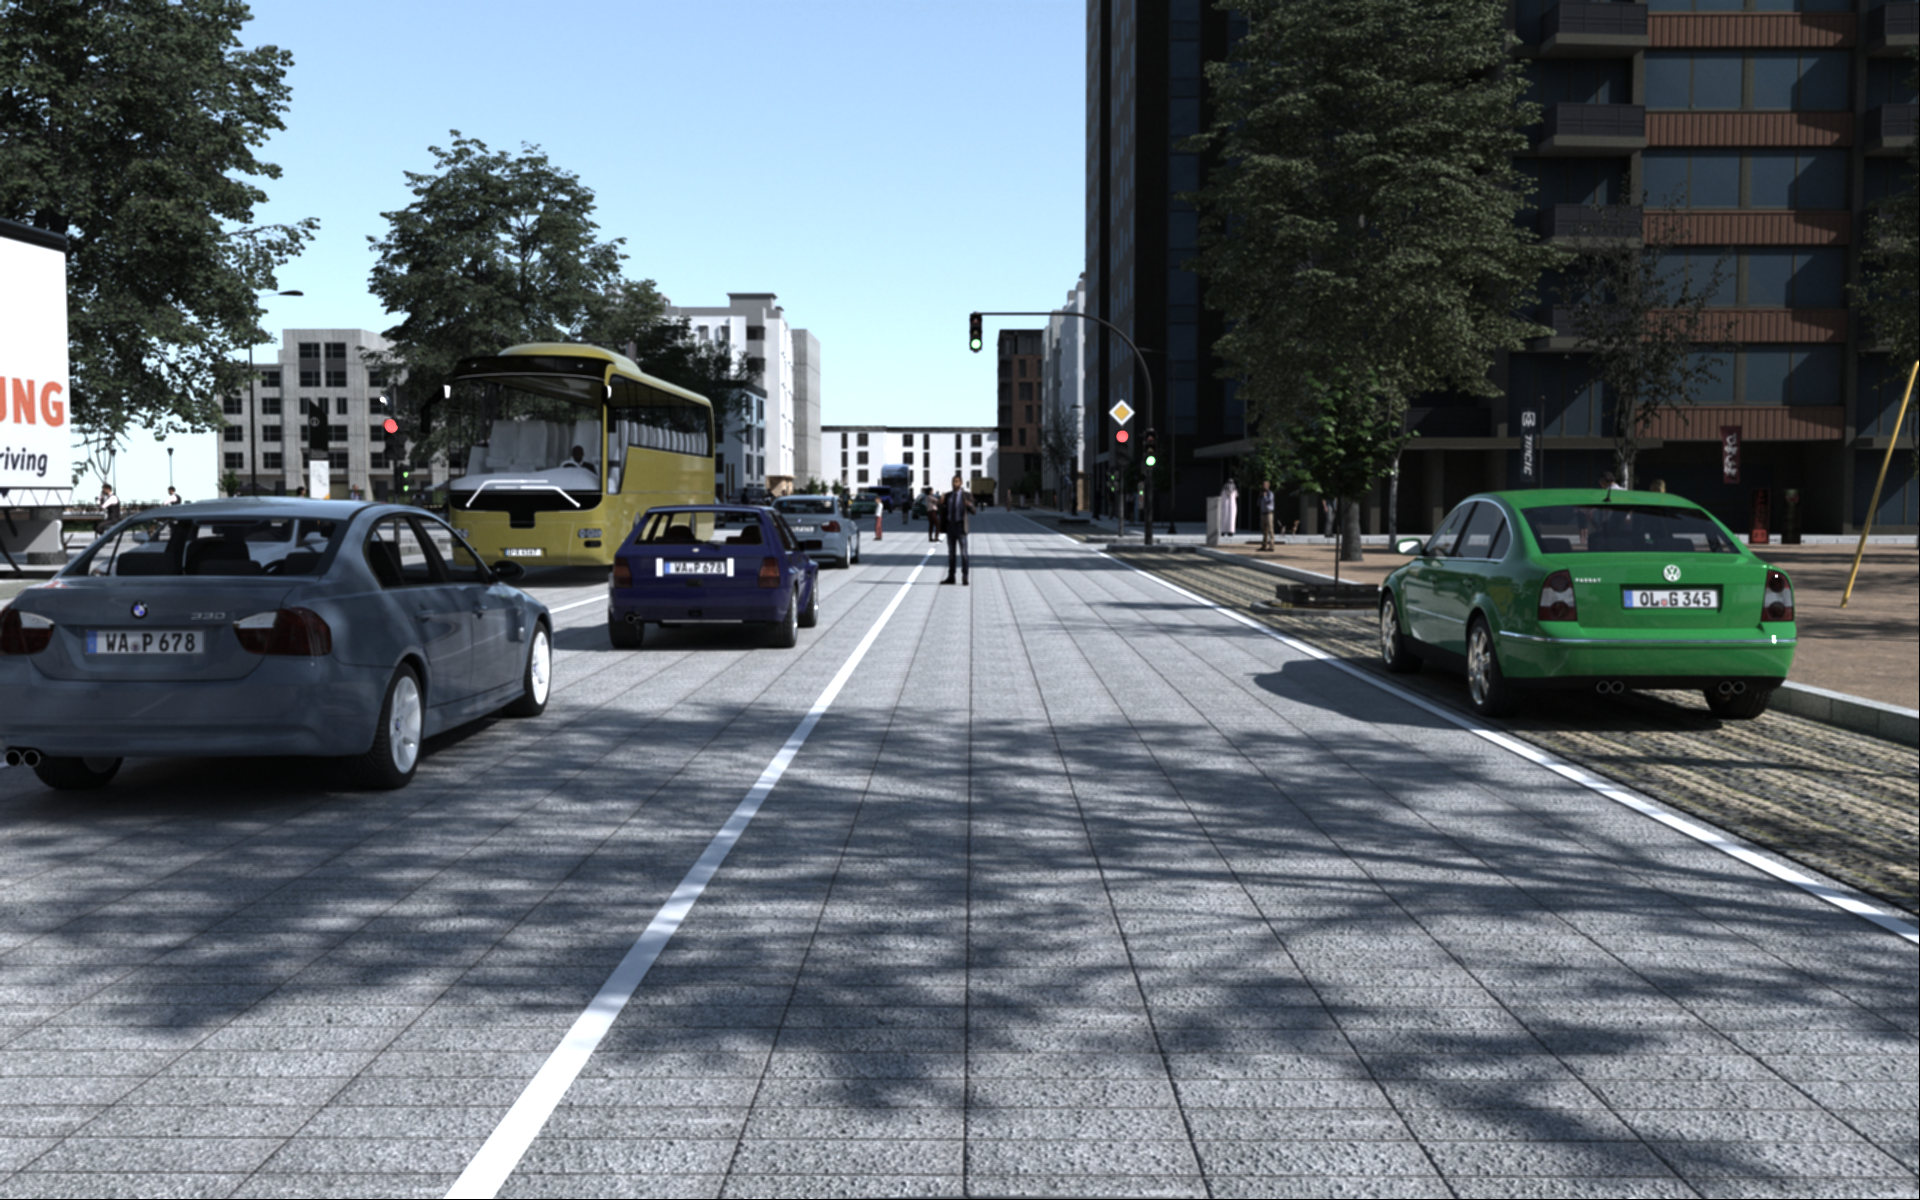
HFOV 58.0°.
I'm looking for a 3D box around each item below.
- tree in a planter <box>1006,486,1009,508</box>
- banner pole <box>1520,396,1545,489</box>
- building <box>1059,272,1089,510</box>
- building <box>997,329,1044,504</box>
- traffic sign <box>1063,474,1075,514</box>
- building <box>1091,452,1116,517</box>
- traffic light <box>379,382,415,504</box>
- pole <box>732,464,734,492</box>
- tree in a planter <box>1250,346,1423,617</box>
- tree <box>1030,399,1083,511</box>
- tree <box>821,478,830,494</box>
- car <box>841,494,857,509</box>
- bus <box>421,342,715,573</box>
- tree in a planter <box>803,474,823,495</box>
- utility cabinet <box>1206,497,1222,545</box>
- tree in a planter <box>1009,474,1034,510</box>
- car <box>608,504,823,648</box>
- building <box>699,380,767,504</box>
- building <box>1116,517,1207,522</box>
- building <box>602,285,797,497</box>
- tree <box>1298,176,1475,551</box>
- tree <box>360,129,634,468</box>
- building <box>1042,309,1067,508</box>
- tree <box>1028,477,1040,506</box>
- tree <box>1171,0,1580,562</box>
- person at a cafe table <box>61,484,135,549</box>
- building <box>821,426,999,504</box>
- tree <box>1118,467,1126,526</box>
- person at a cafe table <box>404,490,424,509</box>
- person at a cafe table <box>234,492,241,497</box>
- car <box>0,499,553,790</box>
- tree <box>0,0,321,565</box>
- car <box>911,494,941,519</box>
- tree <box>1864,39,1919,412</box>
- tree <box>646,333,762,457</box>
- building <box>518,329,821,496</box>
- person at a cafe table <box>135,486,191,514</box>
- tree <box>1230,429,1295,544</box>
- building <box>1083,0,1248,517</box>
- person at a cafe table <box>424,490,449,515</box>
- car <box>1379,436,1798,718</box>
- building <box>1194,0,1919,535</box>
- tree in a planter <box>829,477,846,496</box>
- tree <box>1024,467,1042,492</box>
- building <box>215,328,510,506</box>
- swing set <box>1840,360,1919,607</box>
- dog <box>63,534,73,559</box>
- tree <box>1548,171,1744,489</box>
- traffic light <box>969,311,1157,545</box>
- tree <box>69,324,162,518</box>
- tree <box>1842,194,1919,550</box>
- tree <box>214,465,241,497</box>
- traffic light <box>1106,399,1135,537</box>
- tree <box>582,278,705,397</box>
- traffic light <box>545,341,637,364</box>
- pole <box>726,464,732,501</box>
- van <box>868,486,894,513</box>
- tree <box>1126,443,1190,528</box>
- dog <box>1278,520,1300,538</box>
[{"bbox_3d":[5.776,-11.246,181.099,1.991,3.239,1.994,0,4,0],"label":"tree in a planter"},{"bbox_3d":[14.610,-3.311,44.151,0.863,3.779,0.401,-1,4,-18],"label":"banner pole"},{"bbox_3d":[16.923,-18.139,152.988,16.016,20.091,11.380,0,4,0],"label":"building"},{"bbox_3d":[21.287,-23.309,225.080,32.646,21.610,27.936,0,4,0],"label":"building"},{"bbox_3d":[6.938,-6.732,110.169,0.768,2.556,0.104,0,4,4],"label":"traffic sign"},{"bbox_3d":[18.751,-40.513,100.636,20.563,71.187,20.611,0,4,0],"label":"building"},{"bbox_3d":[-14.172,-3.341,43.540,0.839,4.253,0.868,0,4,0],"label":"traffic light"},{"bbox_3d":[-15.339,-7.523,116.849,0.158,3.312,0.155,0,3,0],"label":"pole"},{"bbox_3d":[4.570,-1.448,20.902,1.991,3.239,1.994,0,4,0],"label":"tree in a planter"},{"bbox_3d":[7.697,-11.183,133.205,4.360,8.622,3.978,0,3,0],"label":"tree"},{"bbox_3d":[-16.076,-12.793,203.772,1.663,3.219,1.824,0,3,0],"label":"tree"},{"bbox_3d":[-9.363,-8.648,151.617,2.015,1.641,3.980,0,4,1],"label":"car"},{"bbox_3d":[-6.597,-2.464,31.838,2.896,3.916,12.252,0,4,0],"label":"bus"},{"bbox_3d":[-13.062,-9.550,153.366,1.991,3.239,1.994,0,4,0],"label":"tree in a planter"},{"bbox_3d":[6.404,-1.993,43.740,0.306,1.237,1.020,1,4,13],"label":"utility cabinet"},{"bbox_3d":[5.566,-9.579,153.840,1.991,3.239,1.994,0,4,0],"label":"tree in a planter"},{"bbox_3d":[-2.394,-0.298,17.454,1.945,1.354,3.894,0,4,0],"label":"car"},{"bbox_3d":[-20.257,-12.179,141.274,9.099,9.664,28.070,0,4,0],"label":"building"},{"bbox_3d":[14.791,-26.543,84.081,14.600,45.320,14.200,0,4,0],"label":"building"},{"bbox_3d":[-24.014,-18.609,160.671,16.016,20.091,11.380,0,4,0],"label":"building"},{"bbox_3d":[9.757,-5.430,39.149,4.737,8.622,4.395,0,3,0],"label":"tree"},{"bbox_3d":[-16.542,-9.511,62.162,9.857,13.997,8.962,0,3,0],"label":"tree"},{"bbox_3d":[17.287,-18.836,174.424,16.747,18.905,31.486,0,4,0],"label":"building"},{"bbox_3d":[8.095,-12.112,192.638,1.663,3.219,1.824,0,3,0],"label":"tree"},{"bbox_3d":[7.617,-6.984,32.309,7.486,12.596,7.792,0,3,0],"label":"tree"},{"bbox_3d":[-20.604,-1.998,41.180,1.622,1.524,1.698,-2,4,-26],"label":"person at a cafe table"},{"bbox_3d":[-9.136,-16.797,216.781,28.070,9.664,9.099,0,4,0],"label":"building"},{"bbox_3d":[7.136,-4.593,69.689,1.663,3.219,1.824,0,3,0],"label":"tree"},{"bbox_3d":[-39.615,-7.226,126.662,1.698,1.524,1.622,1,4,9],"label":"person at a cafe table"},{"bbox_3d":[-44.525,-6.017,106.899,1.698,1.524,1.622,-2,4,-28],"label":"person at a cafe table"},{"bbox_3d":[-3.562,0.141,9.689,2.014,1.417,4.499,0,3,0],"label":"car"},{"bbox_3d":[-16.662,-7.603,30.966,9.857,13.997,8.962,0,3,0],"label":"tree"},{"bbox_3d":[-1.759,-5.342,99.144,2.131,1.459,4.920,0,4,2],"label":"car"},{"bbox_3d":[20.746,-6.978,32.220,7.486,12.596,7.792,0,3,0],"label":"tree"},{"bbox_3d":[-16.782,-11.317,110.782,9.928,11.665,9.643,0,3,0],"label":"tree"},{"bbox_3d":[-32.006,-20.018,193.747,31.486,18.905,16.747,0,4,0],"label":"building"},{"bbox_3d":[-24.863,-2.781,53.978,1.622,1.524,1.698,0,4,-2],"label":"person at a cafe table"},{"bbox_3d":[7.990,-3.063,44.683,1.663,3.219,1.824,0,3,0],"label":"tree"},{"bbox_3d":[15.974,-28.667,118.819,14.600,45.320,14.200,0,4,0],"label":"building"},{"bbox_3d":[-31.553,-5.976,106.216,1.698,1.524,1.622,0,4,5],"label":"person at a cafe table"},{"bbox_3d":[4.248,-0.221,12.411,1.959,1.807,4.718,0,4,2],"label":"car"},{"bbox_3d":[23.464,-24.927,62.176,28.867,44.769,22.147,0,4,0],"label":"building"},{"bbox_3d":[-12.864,-11.223,180.709,1.991,3.239,1.994,0,4,0],"label":"tree in a planter"},{"bbox_3d":[8.958,-13.470,203.954,4.285,4.588,4.351,0,3,0],"label":"tree"},{"bbox_3d":[-63.752,-20.000,193.450,31.486,18.905,16.747,0,4,0],"label":"building"},{"bbox_3d":[11.889,-1.321,19.212,2.862,2.851,3.119,-2,4,-32],"label":"swing set"},{"bbox_3d":[-17.529,-1.021,33.528,0.406,0.507,0.540,1,4,22],"label":"dog"},{"bbox_3d":[15.820,-5.512,40.484,4.360,8.622,3.978,0,3,0],"label":"tree"},{"bbox_3d":[2.616,-4.197,43.289,4.771,5.953,1.251,0,4,0],"label":"traffic light"},{"bbox_3d":[-32.090,-7.006,64.902,4.360,8.622,3.978,0,3,0],"label":"tree"},{"bbox_3d":[22.393,-5.462,39.662,4.737,8.622,4.395,0,3,0],"label":"tree"},{"bbox_3d":[-48.435,-7.375,115.183,1.663,3.219,1.824,0,3,0],"label":"tree"},{"bbox_3d":[4.769,-3.821,51.400,0.839,4.253,0.868,0,4,0],"label":"traffic light"},{"bbox_3d":[-16.992,-10.571,90.960,7.486,12.596,7.792,0,3,0],"label":"tree"},{"bbox_3d":[-12.020,-4.702,51.545,4.771,5.953,1.251,0,4,0],"label":"traffic light"},{"bbox_3d":[-15.578,-7.466,115.917,0.158,3.312,0.155,0,3,0],"label":"pole"},{"bbox_3d":[-6.061,-7.739,130.912,2.240,2.365,5.245,0,4,-1],"label":"van"},{"bbox_3d":[7.607,-4.348,65.684,1.663,3.219,1.824,0,3,0],"label":"tree"},{"bbox_3d":[9.683,-2.091,51.019,0.540,0.507,0.406,-1,4,-16],"label":"dog"}]
